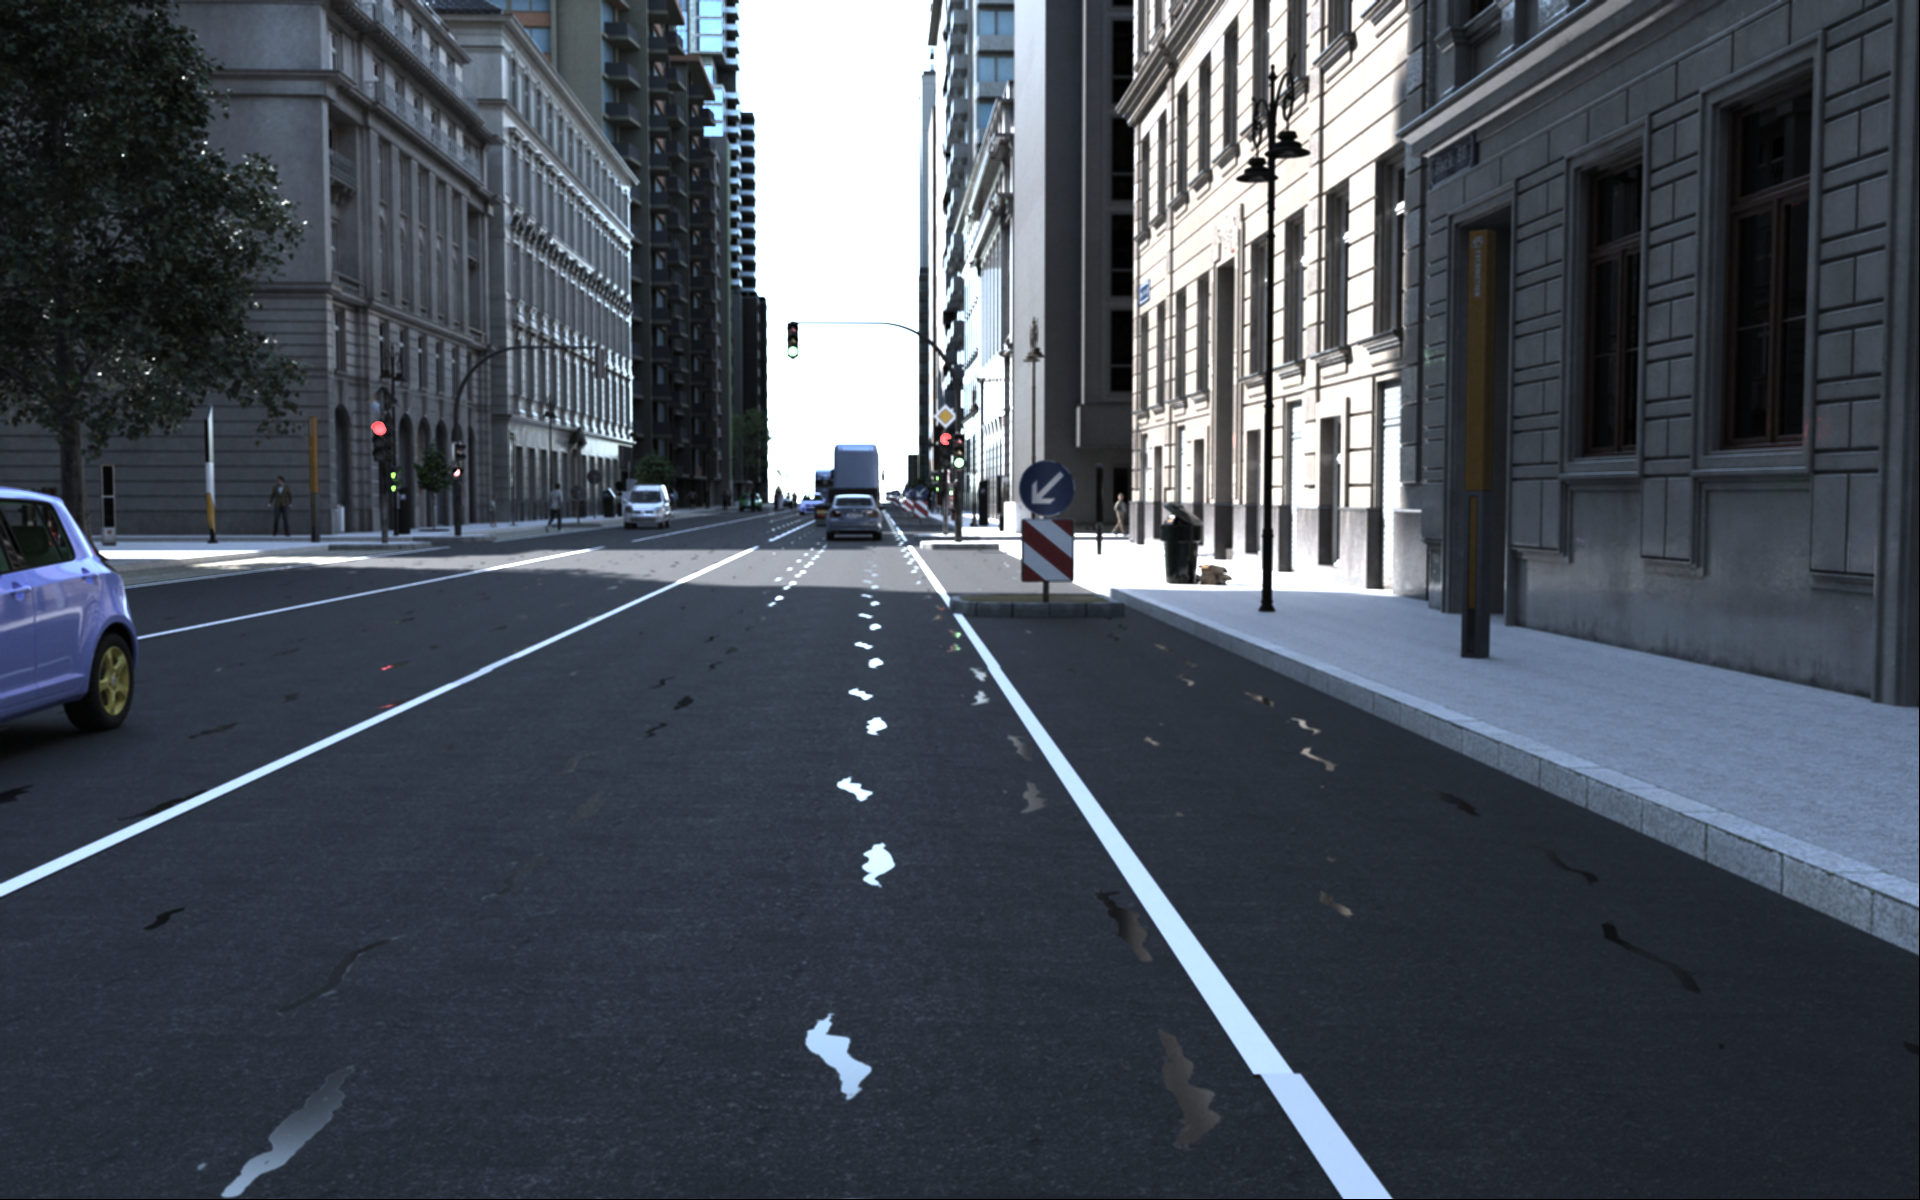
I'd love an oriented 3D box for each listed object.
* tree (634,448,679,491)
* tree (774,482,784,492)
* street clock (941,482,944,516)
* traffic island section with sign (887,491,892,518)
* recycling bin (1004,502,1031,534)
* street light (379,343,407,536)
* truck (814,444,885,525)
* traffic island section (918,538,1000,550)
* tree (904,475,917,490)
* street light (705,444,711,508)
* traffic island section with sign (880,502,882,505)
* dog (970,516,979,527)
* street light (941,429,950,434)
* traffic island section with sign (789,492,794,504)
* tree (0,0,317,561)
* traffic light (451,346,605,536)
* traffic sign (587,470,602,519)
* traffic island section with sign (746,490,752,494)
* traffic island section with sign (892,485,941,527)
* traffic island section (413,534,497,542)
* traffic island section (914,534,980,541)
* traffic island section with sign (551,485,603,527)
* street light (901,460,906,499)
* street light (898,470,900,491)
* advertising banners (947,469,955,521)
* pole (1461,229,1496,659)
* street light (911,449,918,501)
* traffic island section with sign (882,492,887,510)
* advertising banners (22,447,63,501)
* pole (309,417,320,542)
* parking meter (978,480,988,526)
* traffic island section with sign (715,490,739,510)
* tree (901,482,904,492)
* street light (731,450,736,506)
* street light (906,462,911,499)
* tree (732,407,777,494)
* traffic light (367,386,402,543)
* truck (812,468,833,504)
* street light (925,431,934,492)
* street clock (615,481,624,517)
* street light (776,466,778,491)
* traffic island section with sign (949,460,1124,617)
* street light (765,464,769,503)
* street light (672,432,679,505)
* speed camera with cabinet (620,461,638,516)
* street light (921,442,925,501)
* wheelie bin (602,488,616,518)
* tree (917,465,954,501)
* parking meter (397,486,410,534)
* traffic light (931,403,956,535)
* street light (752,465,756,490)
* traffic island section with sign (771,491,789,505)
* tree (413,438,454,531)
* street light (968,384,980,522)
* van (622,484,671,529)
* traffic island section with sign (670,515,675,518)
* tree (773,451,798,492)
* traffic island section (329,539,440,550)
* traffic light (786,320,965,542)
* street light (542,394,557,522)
[{"bbox_3d":[-21.819,-8.584,124.059,4.285,4.588,4.351,0,3,0],"label":"tree"},{"bbox_3d":[-29.440,-17.566,281.810,1.663,3.219,1.824,0,3,0],"label":"tree"},{"bbox_3d":[-1.004,-5.996,102.603,0.358,2.002,0.471,0,4,-2],"label":"street clock"},{"bbox_3d":[-3.192,-5.772,103.003,1.989,1.847,2.006,0,4,-3],"label":"traffic island section with sign"},{"bbox_3d":[1.912,-2.670,56.210,0.722,1.027,0.722,-2,4,-32],"label":"recycling bin"},{"bbox_3d":[-17.404,-4.922,53.263,0.468,5.910,1.993,0,4,-3],"label":"street light"},{"bbox_3d":[-5.448,-5.919,86.533,2.967,4.110,18.799,0,4,-1],"label":"truck"},{"bbox_3d":[-0.030,-1.452,46.018,2.009,0.180,2.903,0,4,-3],"label":"traffic island section"},{"bbox_3d":[-3.925,-10.474,165.858,1.663,3.219,1.824,0,3,0],"label":"tree"},{"bbox_3d":[-22.686,-11.222,156.268,0.468,5.910,1.993,0,4,-3],"label":"street light"},{"bbox_3d":[-7.086,-10.532,180.831,1.989,1.847,2.006,0,4,-3],"label":"traffic island section with sign"},{"bbox_3d":[0.626,-3.076,68.034,0.550,0.427,0.748,2,4,27],"label":"dog"},{"bbox_3d":[-0.835,-7.794,100.221,0.468,5.910,1.993,0,4,-3],"label":"street light"},{"bbox_3d":[-25.853,-15.472,261.595,1.989,1.847,2.006,0,4,-3],"label":"traffic island section with sign"},{"bbox_3d":[-17.100,-7.090,32.929,9.611,12.733,9.660,0,3,0],"label":"tree"},{"bbox_3d":[-13.325,-4.807,53.257,4.771,5.953,1.251,0,4,-3],"label":"traffic light"},{"bbox_3d":[-18.947,-5.482,89.742,0.768,2.556,0.104,0,4,3],"label":"traffic sign"},{"bbox_3d":[-21.766,-10.457,179.602,1.989,1.847,2.006,0,4,-3],"label":"traffic island section with sign"},{"bbox_3d":[-1.844,-4.101,75.686,1.989,1.847,2.006,0,4,-3],"label":"traffic island section with sign"},{"bbox_3d":[-15.451,-1.894,53.251,2.009,0.180,2.903,0,4,-3],"label":"traffic island section"},{"bbox_3d":[-0.428,-1.940,53.993,2.009,0.180,2.903,0,4,-3],"label":"traffic island section"},{"bbox_3d":[-16.547,-4.059,74.993,1.989,1.847,2.006,0,4,-3],"label":"traffic island section with sign"},{"bbox_3d":[-7.352,-15.928,233.214,0.468,5.910,1.993,0,4,-3],"label":"street light"},{"bbox_3d":[-8.663,-17.606,260.647,0.468,5.910,1.993,0,4,-3],"label":"street light"},{"bbox_3d":[-0.321,-5.368,83.949,0.090,3.025,2.074,-1,4,-18],"label":"advertising banners"},{"bbox_3d":[4.048,-1.203,13.507,0.158,3.312,0.155,0,3,0],"label":"pole"},{"bbox_3d":[-4.577,-12.588,178.598,0.468,5.910,1.993,0,4,-3],"label":"street light"},{"bbox_3d":[-5.704,-8.834,153.068,1.989,1.847,2.006,0,4,-3],"label":"traffic island section with sign"},{"bbox_3d":[-21.647,-2.748,41.119,0.090,3.025,2.074,0,4,7],"label":"advertising banners"},{"bbox_3d":[-17.168,-3.193,46.042,0.158,3.312,0.155,0,3,0],"label":"pole"},{"bbox_3d":[0.932,-3.924,69.875,0.399,1.863,0.255,1,4,9],"label":"parking meter"},{"bbox_3d":[-20.373,-8.760,151.851,1.989,1.847,2.006,0,4,-3],"label":"traffic island section with sign"},{"bbox_3d":[-7.360,-14.824,236.967,1.663,3.219,1.824,0,3,0],"label":"tree"},{"bbox_3d":[-23.981,-12.894,183.608,0.468,5.910,1.993,0,4,-3],"label":"street light"},{"bbox_3d":[-5.900,-14.212,205.147,0.468,5.910,1.993,0,4,-3],"label":"street light"},{"bbox_3d":[-25.283,-17.095,205.250,9.928,11.665,9.643,0,3,0],"label":"tree"},{"bbox_3d":[-15.012,-3.439,45.143,0.839,4.253,0.868,0,4,-3],"label":"traffic light"},{"bbox_3d":[-14.374,-12.010,186.115,2.967,4.110,18.799,0,4,-4],"label":"truck"},{"bbox_3d":[-2.115,-9.478,127.745,0.468,5.910,1.993,0,4,-3],"label":"street light"},{"bbox_3d":[-19.438,-5.772,98.939,0.471,2.002,0.358,1,4,11],"label":"street clock"},{"bbox_3d":[-28.132,-17.967,266.553,0.468,5.910,1.993,0,4,-3],"label":"street light"},{"bbox_3d":[0.880,-0.766,21.145,1.989,1.847,2.006,0,4,-3],"label":"traffic island section with sign"},{"bbox_3d":[-26.770,-16.344,240.005,0.468,5.910,1.993,0,4,-3],"label":"street light"},{"bbox_3d":[-21.264,-9.599,129.723,0.468,5.910,1.993,0,4,-3],"label":"street light"},{"bbox_3d":[-19.917,-6.723,104.249,0.660,3.252,2.038,0,4,4],"label":"speed camera with cabinet"},{"bbox_3d":[-3.221,-10.935,151.577,0.468,5.910,1.993,0,4,-3],"label":"street light"},{"bbox_3d":[-19.264,-5.327,95.006,0.693,1.594,0.980,0,4,-1],"label":"wheelie bin"},{"bbox_3d":[-1.496,-7.381,115.285,1.663,3.219,1.824,0,3,0],"label":"tree"},{"bbox_3d":[-17.857,-2.886,55.594,0.372,1.533,0.369,0,3,0],"label":"parking meter"},{"bbox_3d":[-0.468,-3.973,53.877,0.839,4.253,0.868,0,4,-3],"label":"traffic light"},{"bbox_3d":[-25.470,-14.720,213.455,0.468,5.910,1.993,0,4,-3],"label":"street light"},{"bbox_3d":[-24.497,-13.819,234.572,1.989,1.847,2.006,0,4,-3],"label":"traffic island section with sign"},{"bbox_3d":[-18.152,-4.008,60.140,1.663,3.219,1.824,0,3,0],"label":"tree"},{"bbox_3d":[0.600,-6.122,72.877,0.468,5.910,1.993,0,4,-3],"label":"street light"},{"bbox_3d":[-13.137,-4.023,72.781,2.013,2.044,4.112,0,4,-5],"label":"van"},{"bbox_3d":[-17.916,-5.741,102.492,1.989,1.847,2.006,0,4,-3],"label":"traffic island section with sign"},{"bbox_3d":[-29.192,-20.567,286.627,4.360,8.622,3.978,0,3,0],"label":"tree"},{"bbox_3d":[-15.053,-1.406,45.276,2.009,0.180,2.903,0,4,-3],"label":"traffic island section"},{"bbox_3d":[-2.155,-4.342,45.657,4.771,5.953,1.251,0,4,-3],"label":"traffic light"},{"bbox_3d":[-18.862,-6.545,79.806,0.468,5.910,1.993,0,4,-3],"label":"street light"}]
